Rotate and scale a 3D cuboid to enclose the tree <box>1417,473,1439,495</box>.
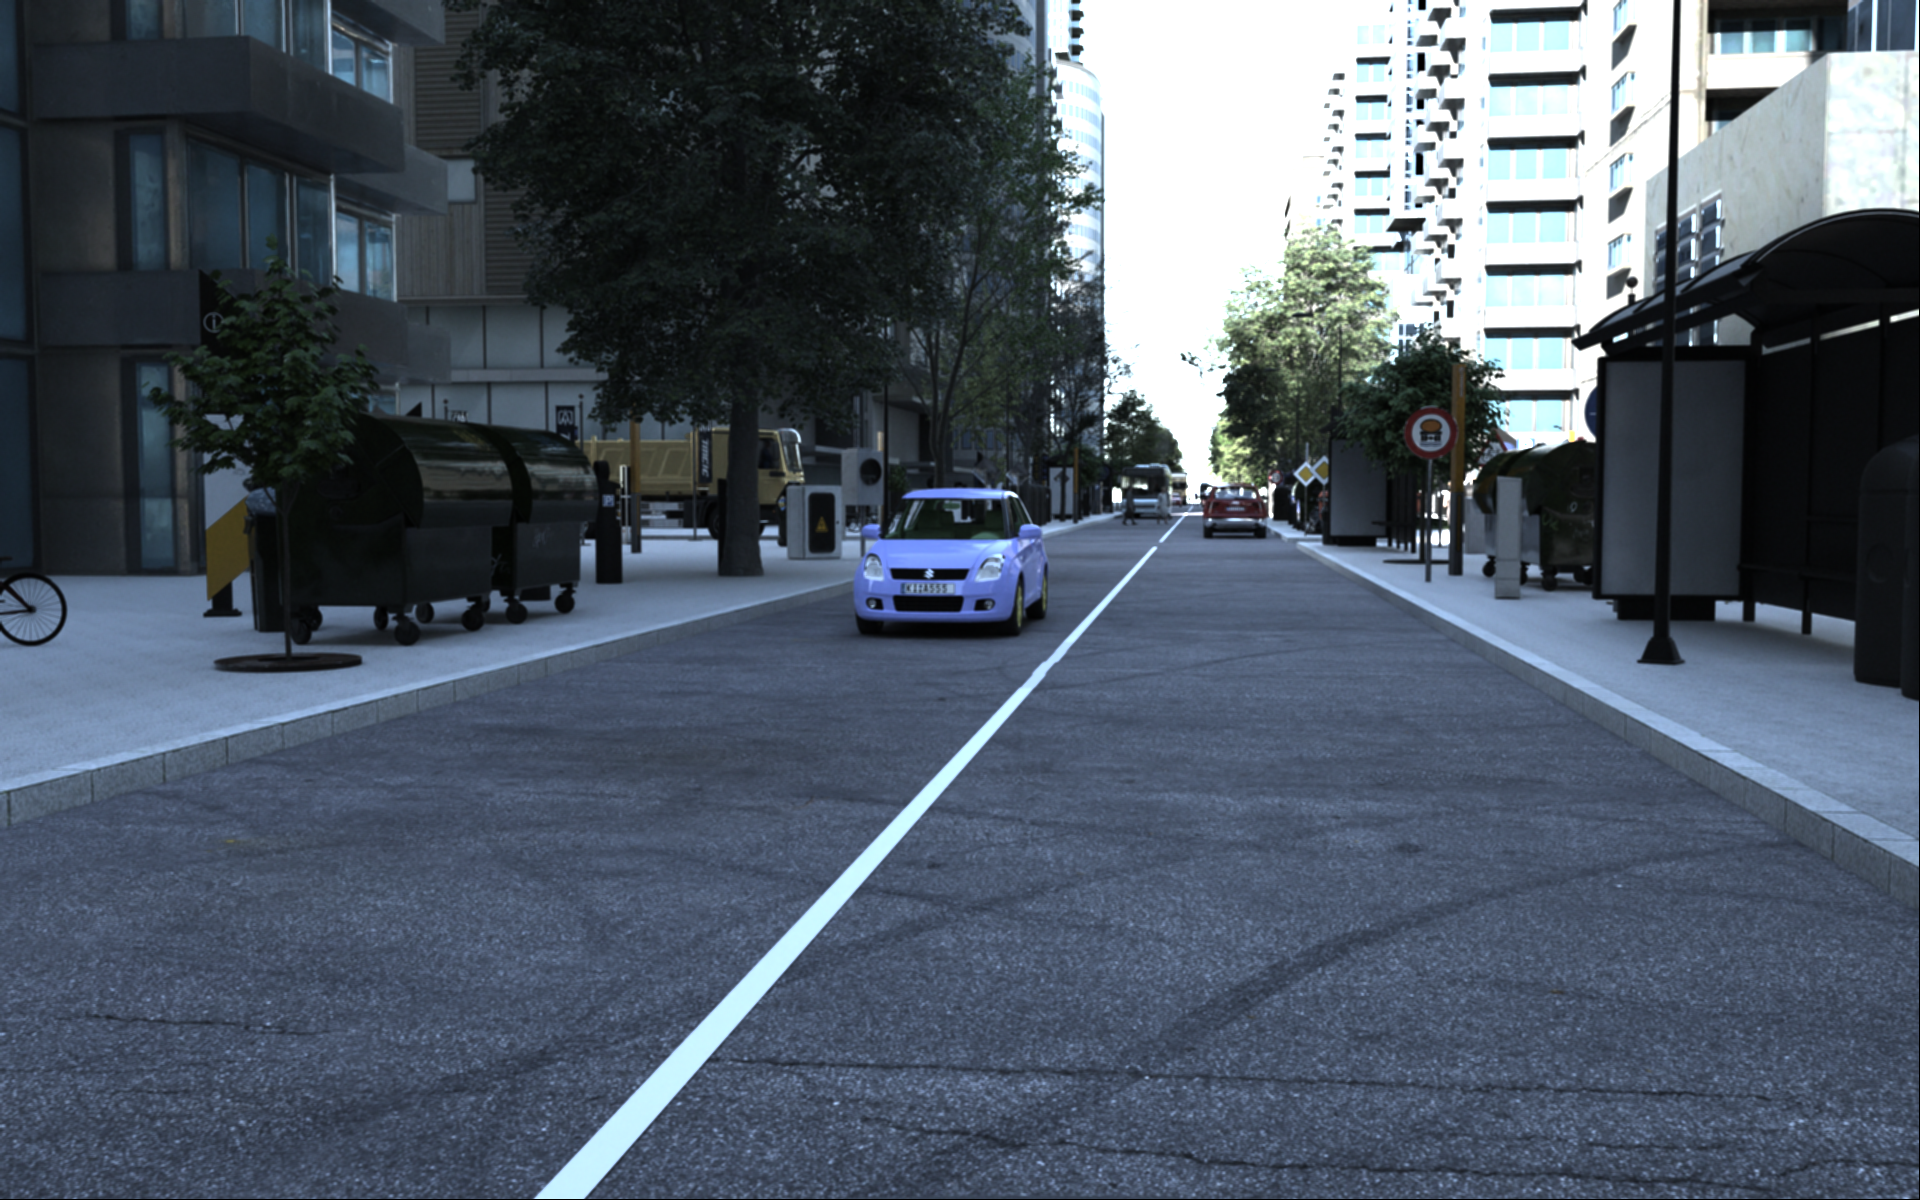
[{"bbox_3d":[18.858,-4.641,70.483,1.663,3.219,1.824,0,3,0],"label":"tree"}]

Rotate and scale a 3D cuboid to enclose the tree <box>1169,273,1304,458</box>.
[{"bbox_3d":[24.150,-18.020,150.511,12.611,20.169,13.585,0,3,0],"label":"tree"}]

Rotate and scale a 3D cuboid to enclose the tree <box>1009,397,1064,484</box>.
[{"bbox_3d":[5.281,-10.548,122.819,4.360,8.622,3.978,0,3,0],"label":"tree"}]

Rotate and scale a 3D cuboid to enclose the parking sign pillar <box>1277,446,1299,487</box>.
[{"bbox_3d":[18.090,-6.533,95.293,1.447,3.967,1.447,1,4,9],"label":"parking sign pillar"}]

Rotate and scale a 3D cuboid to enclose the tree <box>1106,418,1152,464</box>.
[{"bbox_3d":[16.431,-13.290,167.649,4.737,8.622,4.395,0,3,0],"label":"tree"}]

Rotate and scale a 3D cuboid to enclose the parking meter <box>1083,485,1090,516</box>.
[{"bbox_3d":[7.332,-5.797,100.489,0.399,1.863,0.255,2,4,29],"label":"parking meter"}]

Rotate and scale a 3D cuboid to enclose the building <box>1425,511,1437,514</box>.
[{"bbox_3d":[40.552,-29.870,107.981,23.786,49.044,30.456,0,4,8],"label":"building"}]

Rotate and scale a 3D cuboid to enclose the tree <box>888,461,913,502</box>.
[{"bbox_3d":[-3.152,-5.936,91.649,1.663,3.219,1.824,0,3,0],"label":"tree"}]

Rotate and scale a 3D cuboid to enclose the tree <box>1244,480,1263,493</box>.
[{"bbox_3d":[23.143,-8.635,135.782,1.663,3.219,1.824,0,3,0],"label":"tree"}]

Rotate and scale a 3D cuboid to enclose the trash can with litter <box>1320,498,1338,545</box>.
[{"bbox_3d":[9.569,-1.960,43.427,1.055,1.170,0.624,0,4,7],"label":"trash can with litter"}]

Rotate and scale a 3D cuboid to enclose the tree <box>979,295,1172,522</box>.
[{"bbox_3d":[4.671,-8.930,80.417,8.767,10.594,7.601,1,4,17],"label":"tree"}]

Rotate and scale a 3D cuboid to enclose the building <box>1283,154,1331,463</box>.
[{"bbox_3d":[56.336,-37.822,242.087,21.300,48.544,21.600,0,4,8],"label":"building"}]

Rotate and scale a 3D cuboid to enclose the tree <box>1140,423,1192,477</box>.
[{"bbox_3d":[33.349,-22.456,284.170,9.611,12.733,9.660,0,3,0],"label":"tree"}]

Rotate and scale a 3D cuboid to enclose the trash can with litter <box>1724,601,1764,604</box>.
[{"bbox_3d":[9.843,-0.559,20.201,1.678,1.210,2.233,-3,5,-42],"label":"trash can with litter"}]

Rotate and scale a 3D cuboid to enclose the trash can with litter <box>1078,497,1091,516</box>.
[{"bbox_3d":[7.108,-5.511,101.496,1.055,1.170,0.624,-1,4,-21],"label":"trash can with litter"}]

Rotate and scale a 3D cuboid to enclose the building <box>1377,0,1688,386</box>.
[{"bbox_3d":[44.292,-50.783,142.981,22.319,86.520,31.000,0,4,8],"label":"building"}]

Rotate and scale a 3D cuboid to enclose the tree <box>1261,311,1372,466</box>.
[{"bbox_3d":[14.188,-7.259,69.054,4.737,8.622,4.395,0,3,0],"label":"tree"}]

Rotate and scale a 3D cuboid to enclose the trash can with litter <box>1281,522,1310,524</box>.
[{"bbox_3d":[15.057,-3.894,74.717,1.678,1.210,2.233,-3,4,-36],"label":"trash can with litter"}]

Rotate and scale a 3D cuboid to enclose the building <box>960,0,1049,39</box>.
[{"bbox_3d":[-4.380,-36.793,143.570,21.231,58.520,28.212,0,4,8],"label":"building"}]

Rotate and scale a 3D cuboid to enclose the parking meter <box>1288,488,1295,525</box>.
[{"bbox_3d":[13.925,-3.915,72.420,0.372,1.533,0.369,0,3,0],"label":"parking meter"}]

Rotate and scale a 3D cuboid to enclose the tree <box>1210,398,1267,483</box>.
[{"bbox_3d":[29.104,-15.373,177.101,9.928,11.665,9.643,0,3,0],"label":"tree"}]

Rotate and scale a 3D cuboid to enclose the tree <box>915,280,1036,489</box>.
[{"bbox_3d":[0.834,-6.623,58.652,4.737,8.622,4.395,0,3,0],"label":"tree"}]

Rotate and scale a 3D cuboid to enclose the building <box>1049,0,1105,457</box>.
[{"bbox_3d":[11.333,-58.136,263.191,22.319,86.520,31.000,0,4,8],"label":"building"}]

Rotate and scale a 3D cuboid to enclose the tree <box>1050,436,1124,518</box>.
[{"bbox_3d":[6.347,-6.807,95.003,4.285,4.588,4.351,0,3,0],"label":"tree"}]

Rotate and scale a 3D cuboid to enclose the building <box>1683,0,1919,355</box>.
[{"bbox_3d":[23.008,-43.053,16.596,22.319,86.520,31.000,0,4,8],"label":"building"}]

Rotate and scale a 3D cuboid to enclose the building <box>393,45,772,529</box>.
[{"bbox_3d":[-18.256,-29.801,76.489,28.713,52.752,27.495,0,4,8],"label":"building"}]

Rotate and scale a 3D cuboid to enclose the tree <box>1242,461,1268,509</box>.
[{"bbox_3d":[21.422,-8.374,120.622,4.285,4.588,4.351,0,3,0],"label":"tree"}]

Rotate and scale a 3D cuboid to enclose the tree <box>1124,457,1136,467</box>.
[{"bbox_3d":[12.467,-9.328,136.223,4.285,4.588,4.351,0,3,0],"label":"tree"}]

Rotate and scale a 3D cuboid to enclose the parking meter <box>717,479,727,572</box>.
[{"bbox_3d":[-3.790,-1.225,28.441,0.372,1.533,0.369,0,3,0],"label":"parking meter"}]

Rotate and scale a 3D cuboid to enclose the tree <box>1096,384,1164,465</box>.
[{"bbox_3d":[17.615,-15.916,178.358,7.486,12.596,7.792,0,3,0],"label":"tree"}]

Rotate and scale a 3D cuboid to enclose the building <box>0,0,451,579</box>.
[{"bbox_3d":[-25.743,-24.950,27.534,30.456,49.044,23.786,0,4,8],"label":"building"}]

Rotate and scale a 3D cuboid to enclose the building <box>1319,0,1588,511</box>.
[{"bbox_3d":[48.123,-33.942,174.559,23.786,49.044,30.456,0,4,8],"label":"building"}]

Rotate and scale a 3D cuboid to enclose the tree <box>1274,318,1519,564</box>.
[{"bbox_3d":[8.723,-2.967,32.221,4.285,4.588,4.351,0,3,0],"label":"tree"}]

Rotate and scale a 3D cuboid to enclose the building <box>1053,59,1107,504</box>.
[{"bbox_3d":[8.383,-42.362,234.618,21.231,58.520,28.212,0,4,8],"label":"building"}]

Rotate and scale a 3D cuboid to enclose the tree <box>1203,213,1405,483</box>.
[{"bbox_3d":[16.031,-10.637,80.563,9.857,13.997,8.962,0,3,0],"label":"tree"}]

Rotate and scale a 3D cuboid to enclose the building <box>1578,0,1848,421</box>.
[{"bbox_3d":[36.331,-27.134,67.350,21.600,48.544,21.300,0,4,8],"label":"building"}]

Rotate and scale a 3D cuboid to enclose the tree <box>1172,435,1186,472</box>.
[{"bbox_3d":[29.075,-19.393,251.490,8.767,10.594,7.601,2,4,33],"label":"tree"}]

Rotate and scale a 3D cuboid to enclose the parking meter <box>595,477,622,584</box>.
[{"bbox_3d":[-5.045,-1.006,24.862,0.372,1.533,0.369,0,3,0],"label":"parking meter"}]

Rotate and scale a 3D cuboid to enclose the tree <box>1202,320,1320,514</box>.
[{"bbox_3d":[20.311,-11.810,111.221,7.486,12.596,7.792,0,3,0],"label":"tree"}]

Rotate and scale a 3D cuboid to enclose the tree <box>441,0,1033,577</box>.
[{"bbox_3d":[-3.476,-7.357,26.942,9.857,13.997,8.962,0,3,0],"label":"tree"}]

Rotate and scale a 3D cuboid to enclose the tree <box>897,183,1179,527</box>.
[{"bbox_3d":[2.607,-9.646,68.079,12.009,13.543,11.850,0,3,0],"label":"tree"}]

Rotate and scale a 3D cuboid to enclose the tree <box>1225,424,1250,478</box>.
[{"bbox_3d":[27.602,-13.268,167.289,4.360,8.622,3.978,0,3,0],"label":"tree"}]

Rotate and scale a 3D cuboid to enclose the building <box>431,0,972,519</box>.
[{"bbox_3d":[-14.268,-31.955,111.706,28.713,52.752,27.495,0,4,8],"label":"building"}]

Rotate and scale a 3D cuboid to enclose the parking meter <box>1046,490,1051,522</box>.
[{"bbox_3d":[3.930,-4.294,78.625,0.372,1.533,0.369,0,3,0],"label":"parking meter"}]

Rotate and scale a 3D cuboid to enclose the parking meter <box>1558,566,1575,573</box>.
[{"bbox_3d":[9.898,-1.212,28.220,0.372,1.533,0.369,0,3,0],"label":"parking meter"}]

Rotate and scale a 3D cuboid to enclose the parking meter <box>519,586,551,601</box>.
[{"bbox_3d":[-5.145,-0.764,20.910,0.372,1.533,0.369,0,3,0],"label":"parking meter"}]

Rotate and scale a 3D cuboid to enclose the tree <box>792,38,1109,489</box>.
[{"bbox_3d":[-0.460,-6.999,40.185,9.928,11.665,9.643,0,3,0],"label":"tree"}]

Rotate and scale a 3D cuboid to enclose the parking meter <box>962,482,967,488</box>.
[{"bbox_3d":[0.218,-4.926,86.255,0.255,1.863,0.399,0,4,1],"label":"parking meter"}]

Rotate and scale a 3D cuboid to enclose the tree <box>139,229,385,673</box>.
[{"bbox_3d":[-5.141,-1.113,12.795,1.663,3.219,1.824,0,3,0],"label":"tree"}]

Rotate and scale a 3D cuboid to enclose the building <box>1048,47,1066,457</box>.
[{"bbox_3d":[-1.244,-33.846,172.986,23.786,49.044,30.456,0,4,8],"label":"building"}]
